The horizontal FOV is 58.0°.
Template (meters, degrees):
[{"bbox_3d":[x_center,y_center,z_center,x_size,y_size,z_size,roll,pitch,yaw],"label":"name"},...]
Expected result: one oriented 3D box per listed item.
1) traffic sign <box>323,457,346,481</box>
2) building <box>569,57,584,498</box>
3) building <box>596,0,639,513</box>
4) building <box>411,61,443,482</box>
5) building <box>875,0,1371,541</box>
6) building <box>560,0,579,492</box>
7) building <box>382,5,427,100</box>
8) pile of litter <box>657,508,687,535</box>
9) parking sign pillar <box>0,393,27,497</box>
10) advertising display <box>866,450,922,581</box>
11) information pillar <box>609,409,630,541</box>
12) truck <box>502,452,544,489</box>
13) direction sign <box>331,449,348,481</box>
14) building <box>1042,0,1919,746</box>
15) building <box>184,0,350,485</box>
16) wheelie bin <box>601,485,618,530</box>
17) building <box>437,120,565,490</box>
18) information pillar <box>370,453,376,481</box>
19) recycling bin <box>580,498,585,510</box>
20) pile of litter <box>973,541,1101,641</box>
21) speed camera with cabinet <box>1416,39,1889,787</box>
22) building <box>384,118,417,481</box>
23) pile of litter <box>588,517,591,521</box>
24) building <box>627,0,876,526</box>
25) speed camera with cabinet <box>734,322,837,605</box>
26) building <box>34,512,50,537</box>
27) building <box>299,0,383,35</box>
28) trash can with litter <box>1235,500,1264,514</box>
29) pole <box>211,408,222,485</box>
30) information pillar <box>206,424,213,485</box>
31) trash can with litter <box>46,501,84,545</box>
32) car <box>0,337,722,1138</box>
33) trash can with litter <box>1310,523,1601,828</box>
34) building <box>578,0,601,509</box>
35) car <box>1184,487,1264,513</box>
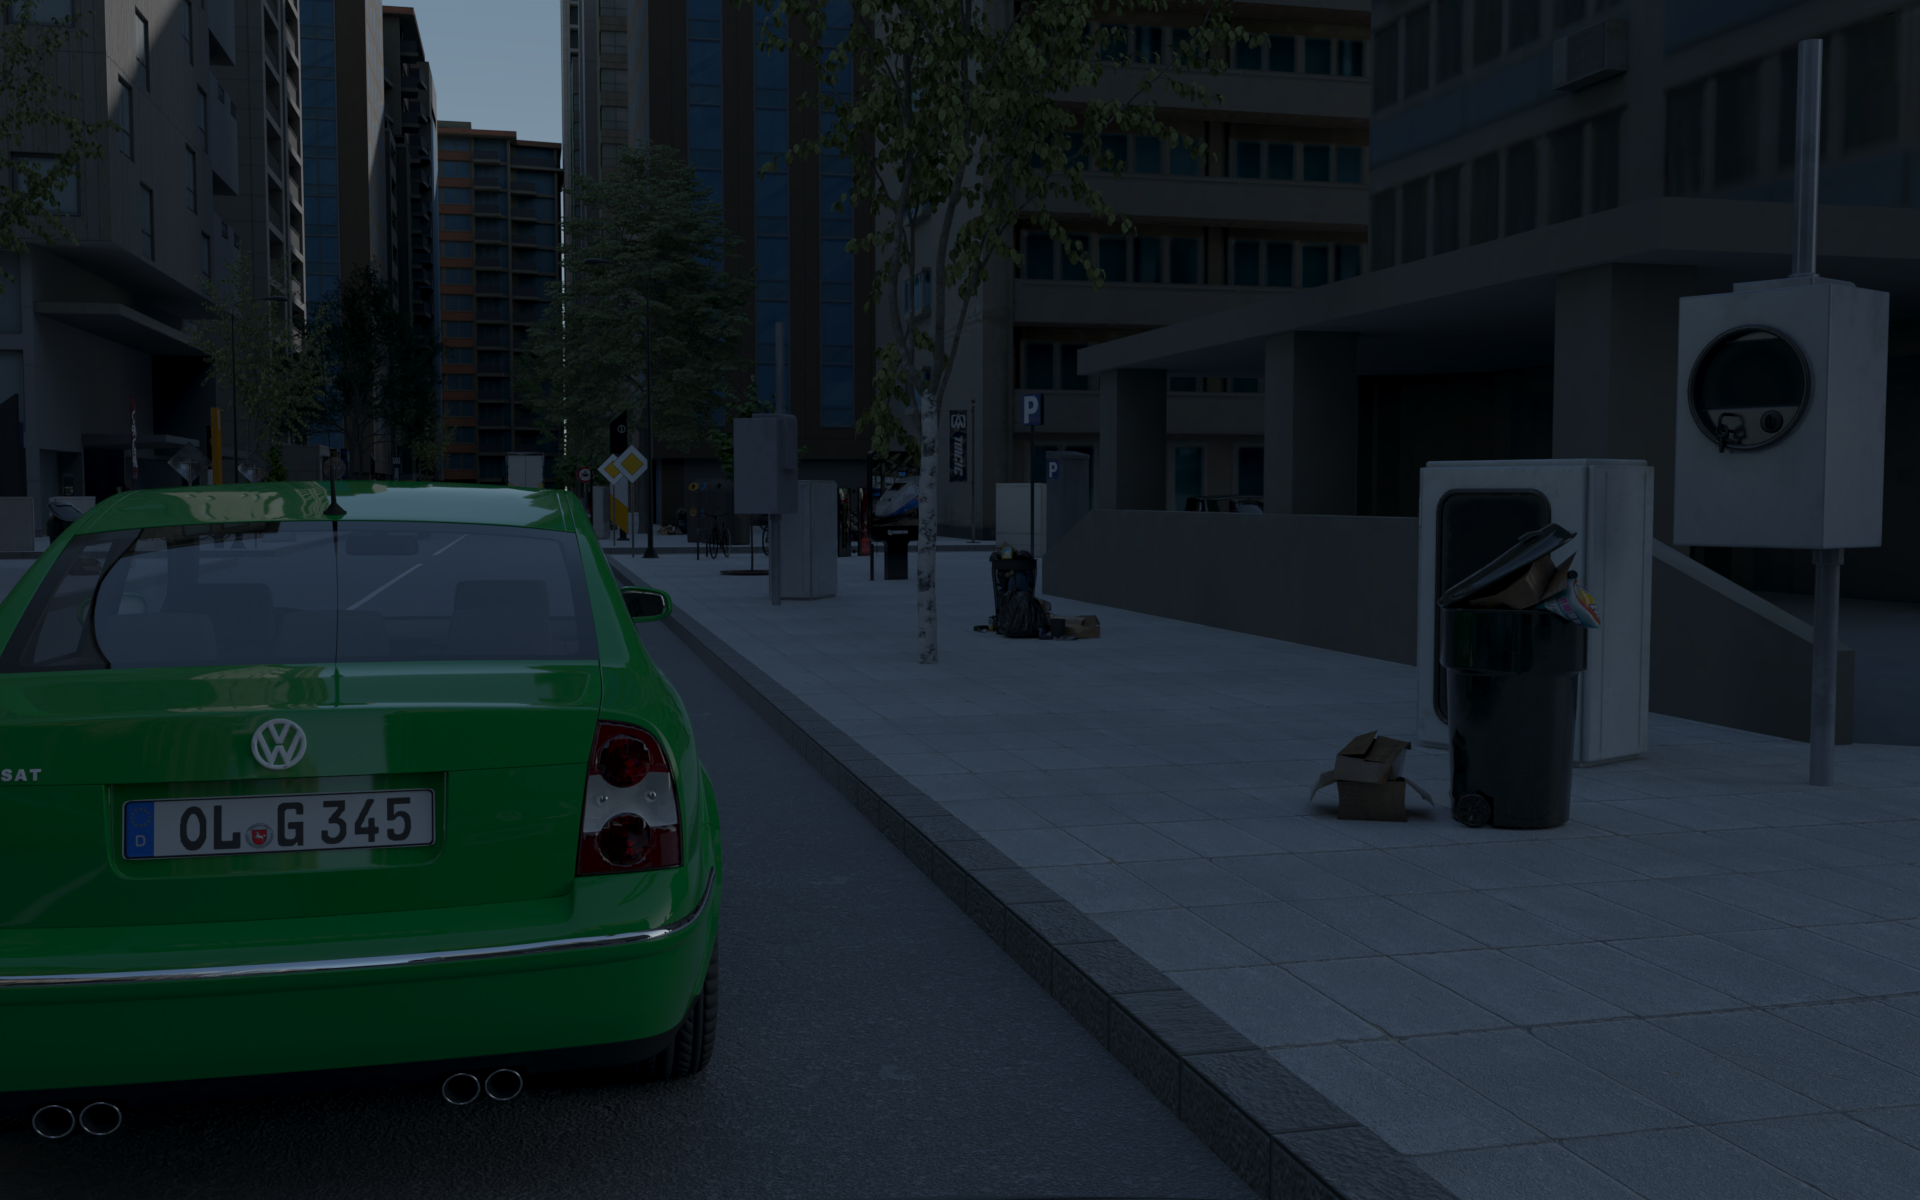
[{"bbox_3d":[-21.613,-3.656,59.876,0.768,2.556,0.104,0,4,-6],"label":"traffic sign"},{"bbox_3d":[-30.157,-29.592,167.424,14.154,41.232,14.086,-1,4,-14],"label":"building"},{"bbox_3d":[-19.300,-27.096,126.614,14.154,41.232,14.086,-1,4,-14],"label":"building"},{"bbox_3d":[-60.340,-32.113,175.163,14.200,45.320,14.600,-1,4,-14],"label":"building"},{"bbox_3d":[8.243,-26.612,58.802,21.600,48.544,21.300,-1,4,-14],"label":"building"},{"bbox_3d":[-37.670,-47.250,210.782,20.611,71.187,20.563,-1,4,-14],"label":"building"},{"bbox_3d":[-58.480,-30.425,152.069,22.147,44.769,28.867,-1,4,-14],"label":"building"},{"bbox_3d":[-9.060,-2.485,54.601,1.176,0.858,1.719,2,4,25],"label":"pile of litter"},{"bbox_3d":[-25.907,-3.559,46.670,1.447,3.967,1.447,0,4,2],"label":"parking sign pillar"},{"bbox_3d":[-0.957,-1.266,25.909,0.974,1.923,0.123,-2,4,-35],"label":"advertising display"},{"bbox_3d":[-9.355,-3.438,47.568,0.504,3.616,0.183,-1,4,-15],"label":"information pillar"},{"bbox_3d":[-30.614,-8.108,121.476,2.839,4.237,11.283,-1,4,-15],"label":"truck"},{"bbox_3d":[-30.891,-5.761,86.191,0.876,3.537,0.379,0,4,5],"label":"direction sign"},{"bbox_3d":[18.359,-19.958,18.188,32.217,40.220,23.993,-1,4,-14],"label":"building"},{"bbox_3d":[-44.039,-39.935,91.188,20.563,71.187,20.611,-1,4,-14],"label":"building"},{"bbox_3d":[-12.589,-3.296,61.798,0.980,1.594,0.693,1,4,22],"label":"wheelie bin"},{"bbox_3d":[-61.684,-33.702,205.657,28.867,44.769,22.147,-1,4,-14],"label":"building"},{"bbox_3d":[-33.666,-6.606,99.364,0.183,3.616,0.504,-3,5,-44],"label":"information pillar"},{"bbox_3d":[-22.911,-5.581,103.804,0.722,1.027,0.722,0,4,6],"label":"recycling bin"},{"bbox_3d":[0.719,-0.123,15.968,1.176,0.858,1.719,0,4,-2],"label":"pile of litter"},{"bbox_3d":[3.143,-0.841,8.087,0.660,3.252,2.038,-3,4,-38],"label":"speed camera with cabinet"},{"bbox_3d":[-49.388,-22.026,131.827,14.160,30.474,14.107,-1,4,-14],"label":"building"},{"bbox_3d":[-15.670,-3.712,74.653,1.719,0.858,1.176,0,4,7],"label":"pile of litter"},{"bbox_3d":[-7.087,-26.013,75.424,14.600,45.320,14.200,-1,4,-14],"label":"building"},{"bbox_3d":[-2.074,-1.616,20.765,0.660,3.252,2.038,1,4,15],"label":"speed camera with cabinet"},{"bbox_3d":[-40.930,-28.725,58.899,28.713,52.752,27.495,-1,4,-14],"label":"building"},{"bbox_3d":[-46.750,-28.585,117.471,14.600,45.320,14.200,-1,4,-14],"label":"building"},{"bbox_3d":[5.579,-1.298,32.615,0.624,1.170,1.055,-1,4,-13],"label":"trash can with litter"},{"bbox_3d":[-17.586,-2.885,41.013,0.158,3.312,0.155,0,3,0],"label":"pole"},{"bbox_3d":[-25.276,-4.110,58.555,0.183,3.616,0.504,0,4,5],"label":"information pillar"},{"bbox_3d":[-14.070,-0.994,27.637,1.055,1.170,0.624,2,4,31],"label":"trash can with litter"},{"bbox_3d":[-1.824,0.209,5.386,1.959,1.807,4.718,-1,4,-14],"label":"car"},{"bbox_3d":[1.914,0.282,6.778,1.055,1.170,0.624,1,4,12],"label":"trash can with litter"},{"bbox_3d":[-21.571,-37.020,147.274,21.231,58.520,28.212,-1,4,-14],"label":"building"},{"bbox_3d":[7.379,-2.058,43.440,4.222,1.686,2.009,-1,4,-12],"label":"car"}]
